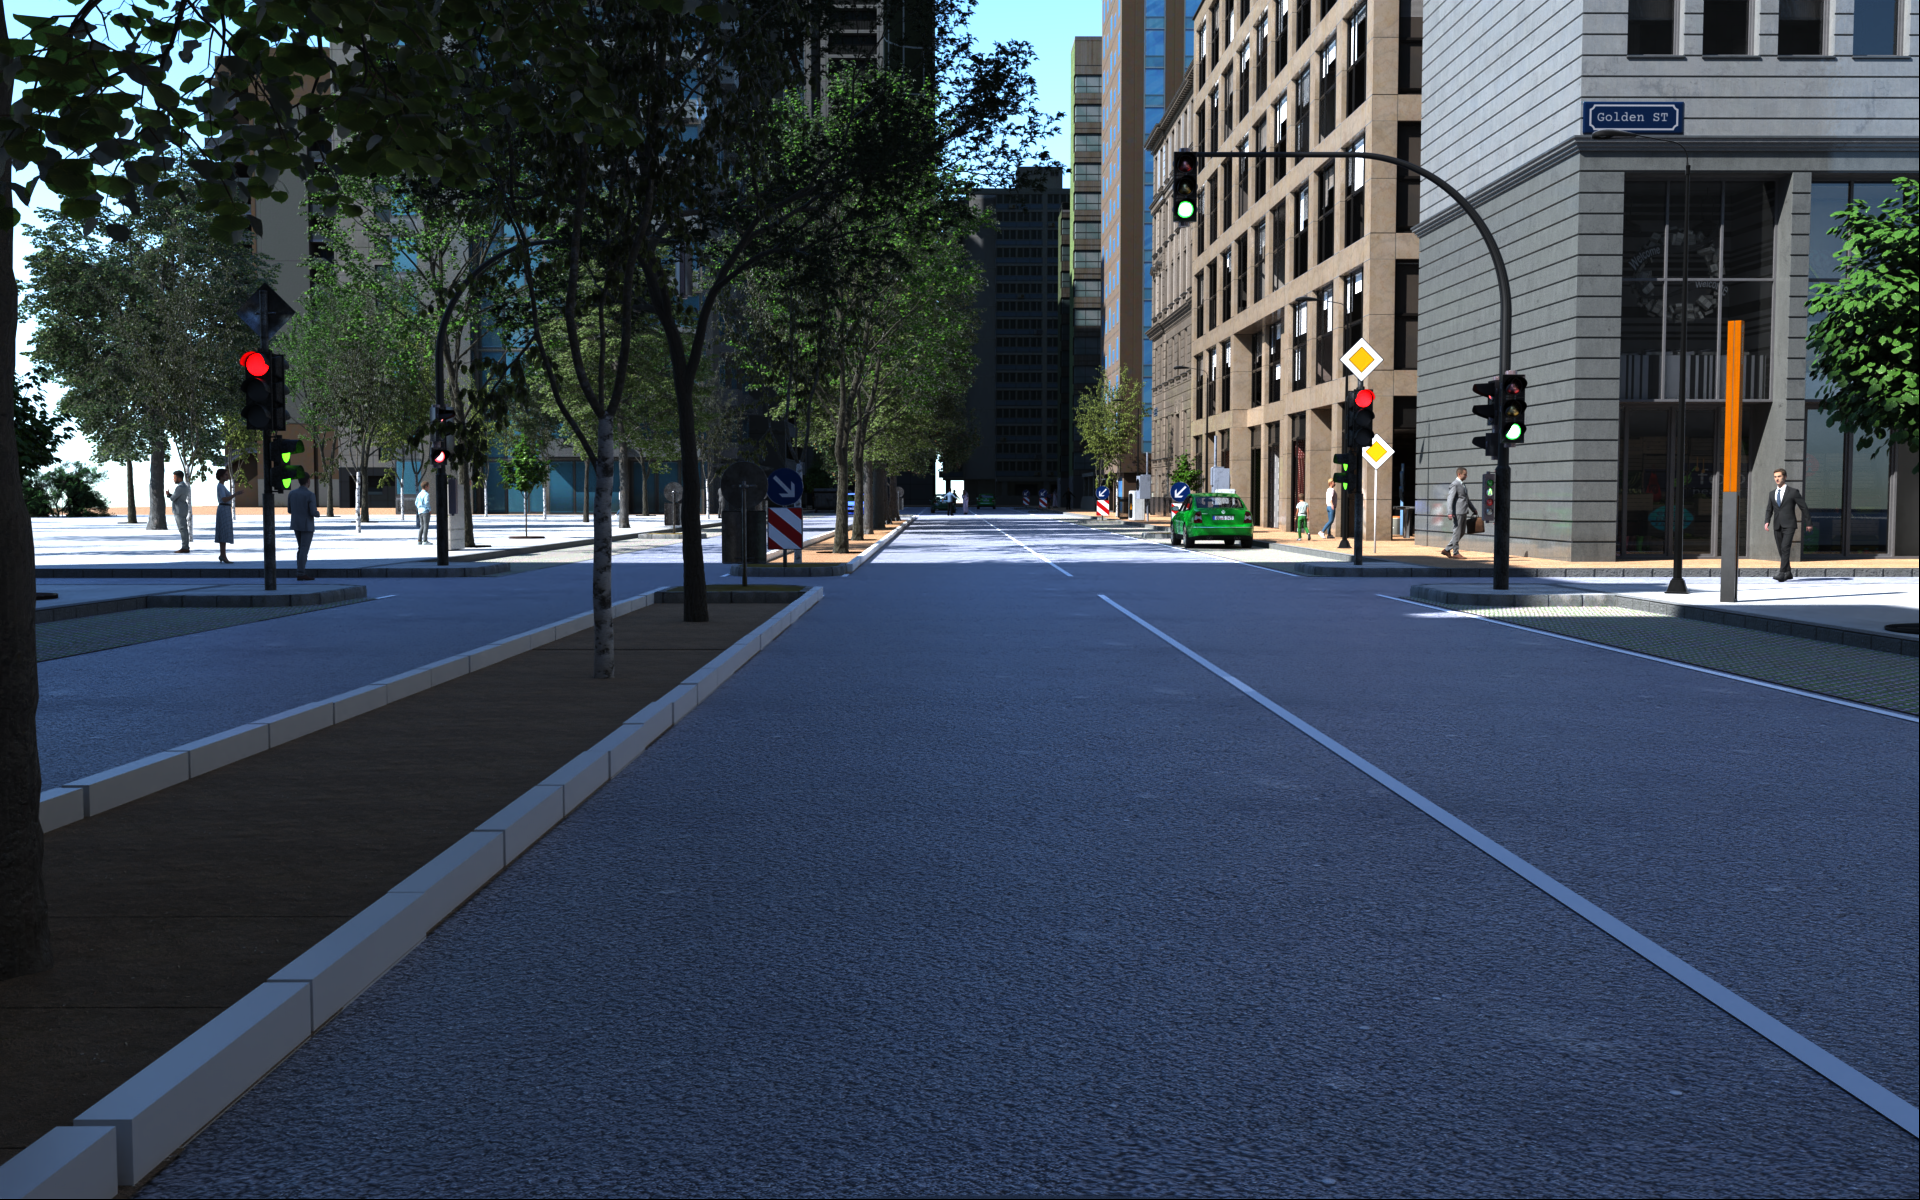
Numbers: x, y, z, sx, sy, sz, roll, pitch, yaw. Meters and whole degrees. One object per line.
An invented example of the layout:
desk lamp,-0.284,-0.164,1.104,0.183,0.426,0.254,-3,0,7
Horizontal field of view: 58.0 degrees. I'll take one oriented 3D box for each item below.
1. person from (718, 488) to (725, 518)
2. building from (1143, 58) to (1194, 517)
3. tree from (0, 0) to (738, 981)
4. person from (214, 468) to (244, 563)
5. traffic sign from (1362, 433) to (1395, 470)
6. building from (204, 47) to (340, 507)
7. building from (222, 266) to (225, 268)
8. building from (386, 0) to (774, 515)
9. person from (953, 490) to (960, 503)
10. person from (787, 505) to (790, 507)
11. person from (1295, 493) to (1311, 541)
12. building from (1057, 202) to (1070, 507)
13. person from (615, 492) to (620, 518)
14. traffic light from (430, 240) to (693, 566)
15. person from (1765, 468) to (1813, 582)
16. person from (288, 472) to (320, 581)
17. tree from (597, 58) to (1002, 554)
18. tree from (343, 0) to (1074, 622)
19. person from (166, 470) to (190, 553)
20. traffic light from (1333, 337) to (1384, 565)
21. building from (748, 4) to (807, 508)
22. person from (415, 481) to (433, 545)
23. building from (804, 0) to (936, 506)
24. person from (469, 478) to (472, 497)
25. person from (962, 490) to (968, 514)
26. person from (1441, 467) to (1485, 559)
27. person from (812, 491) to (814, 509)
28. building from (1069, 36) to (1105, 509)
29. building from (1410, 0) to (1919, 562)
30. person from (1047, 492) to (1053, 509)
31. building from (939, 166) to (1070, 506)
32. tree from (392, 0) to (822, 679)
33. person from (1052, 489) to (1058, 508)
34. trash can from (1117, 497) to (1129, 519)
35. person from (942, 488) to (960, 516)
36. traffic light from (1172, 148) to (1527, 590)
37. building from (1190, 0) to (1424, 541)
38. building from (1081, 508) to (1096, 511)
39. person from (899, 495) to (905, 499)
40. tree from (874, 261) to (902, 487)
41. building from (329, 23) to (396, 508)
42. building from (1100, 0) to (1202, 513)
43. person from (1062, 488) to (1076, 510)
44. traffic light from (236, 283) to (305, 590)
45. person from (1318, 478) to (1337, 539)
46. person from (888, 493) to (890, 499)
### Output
person,-12.514,-5.229,91.343,0.447,1.846,0.655,-3,4,-36
building,17.476,-18.144,93.913,12.463,27.353,25.104,0,4,-1
tree,-3.062,-5.177,5.220,7.486,12.596,7.792,0,3,0
person,-13.539,-1.557,32.077,0.524,1.755,0.480,-2,4,-25
traffic sign,9.023,-2.310,37.498,0.795,2.593,0.064,1,4,8
building,-64.529,-31.903,171.729,14.200,45.320,14.600,0,4,-1
building,-75.587,-26.079,198.091,14.107,30.474,14.160,0,4,-1
building,-25.813,-30.640,120.572,23.786,49.044,30.456,0,4,-1
person,-0.481,-8.896,154.047,0.705,1.812,1.348,-3,5,-40
person,-12.618,-7.430,127.543,0.705,1.822,1.348,-2,4,-34
person,9.440,-2.284,47.628,0.306,1.304,0.590,-1,4,-21
building,16.675,-24.573,173.463,14.160,30.474,14.107,0,4,-1
person,-18.027,-5.205,91.810,0.598,1.740,0.731,-2,4,-34
traffic light,-7.191,-3.451,31.089,4.771,5.953,1.251,0,4,-1
person,13.479,-1.229,28.380,0.755,1.850,0.659,-2,4,-33
person,-10.872,-1.234,28.869,0.606,1.804,0.583,1,4,19
tree,-2.751,-6.914,41.249,9.928,11.665,9.643,0,3,0
tree,-2.935,-5.049,19.415,8.767,10.594,7.601,0,4,-1
person,-17.081,-1.932,37.817,0.466,1.800,0.511,-2,4,-26
traffic light,7.179,-2.586,31.206,0.839,4.253,0.868,0,4,-1
building,-24.645,-32.005,146.982,21.300,48.544,21.600,0,4,-1
person,-13.533,-2.199,43.805,0.330,1.601,0.589,-3,4,-38
building,-13.176,-46.632,200.688,20.611,71.187,20.563,0,4,-1
person,-15.539,-2.935,54.372,0.444,1.785,0.601,0,4,7
person,0.356,-6.897,121.936,0.551,1.740,0.621,1,4,17
person,9.906,-1.719,34.276,0.853,1.813,0.709,3,4,36
person,-12.293,-8.540,146.196,0.721,1.766,1.217,0,4,8
building,16.952,-29.066,158.823,14.154,41.232,14.086,0,4,-1
building,26.235,-15.895,37.378,29.804,29.767,11.434,0,4,-1
person,7.917,-8.755,152.414,0.421,1.427,0.697,-3,5,-41
building,9.463,-31.574,208.115,23.993,40.220,32.217,0,4,-1
tree,-2.779,-3.706,13.407,4.360,8.622,3.978,0,3,0
person,9.034,-9.603,163.720,0.621,1.740,0.551,0,4,-7
trash can,8.487,-4.772,89.680,0.748,1.137,0.748,0,3,0
person,-0.644,-6.547,115.525,1.348,1.826,0.705,2,4,29
traffic light,5.163,-2.960,23.060,4.771,5.953,1.251,0,4,-1
building,20.577,-15.857,63.782,19.350,26.468,34.151,0,4,-1
building,26.456,-27.395,139.785,32.217,40.220,23.993,0,4,-1
person,-5.568,-9.414,162.420,1.348,1.824,0.705,3,5,45
tree,-3.093,-4.893,32.827,4.360,8.622,3.978,0,3,0
building,-47.094,-44.626,167.881,20.611,71.187,20.563,0,4,-1
building,17.356,-28.763,120.387,14.600,45.320,14.200,0,4,-1
person,8.951,-8.350,142.593,1.348,1.821,0.705,-2,4,-30
traffic light,-9.206,-2.087,23.050,0.839,4.253,0.868,0,4,-1
person,10.606,-2.639,49.862,0.598,1.740,0.731,-1,4,-15
person,-6.038,-8.880,154.132,0.683,1.767,0.568,-1,4,-17
